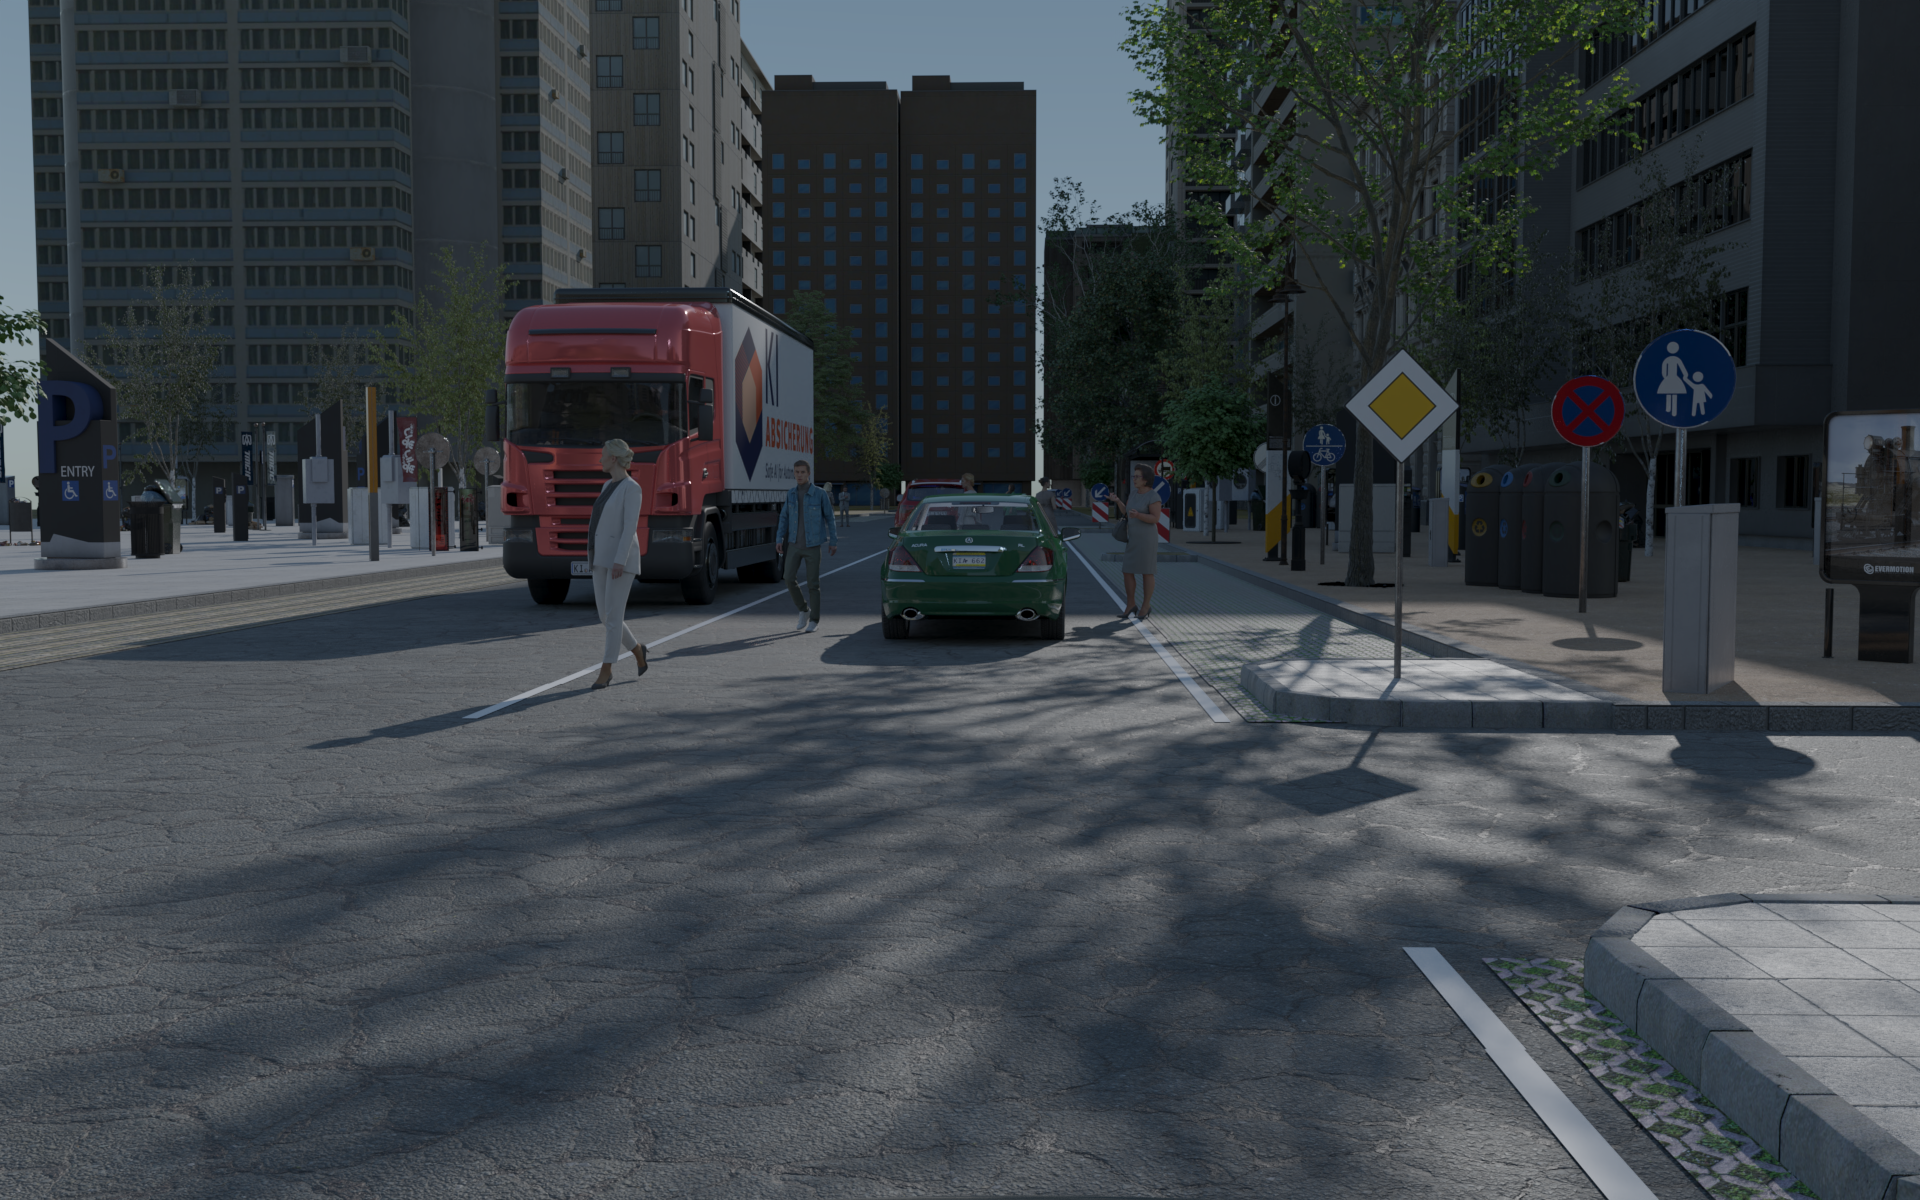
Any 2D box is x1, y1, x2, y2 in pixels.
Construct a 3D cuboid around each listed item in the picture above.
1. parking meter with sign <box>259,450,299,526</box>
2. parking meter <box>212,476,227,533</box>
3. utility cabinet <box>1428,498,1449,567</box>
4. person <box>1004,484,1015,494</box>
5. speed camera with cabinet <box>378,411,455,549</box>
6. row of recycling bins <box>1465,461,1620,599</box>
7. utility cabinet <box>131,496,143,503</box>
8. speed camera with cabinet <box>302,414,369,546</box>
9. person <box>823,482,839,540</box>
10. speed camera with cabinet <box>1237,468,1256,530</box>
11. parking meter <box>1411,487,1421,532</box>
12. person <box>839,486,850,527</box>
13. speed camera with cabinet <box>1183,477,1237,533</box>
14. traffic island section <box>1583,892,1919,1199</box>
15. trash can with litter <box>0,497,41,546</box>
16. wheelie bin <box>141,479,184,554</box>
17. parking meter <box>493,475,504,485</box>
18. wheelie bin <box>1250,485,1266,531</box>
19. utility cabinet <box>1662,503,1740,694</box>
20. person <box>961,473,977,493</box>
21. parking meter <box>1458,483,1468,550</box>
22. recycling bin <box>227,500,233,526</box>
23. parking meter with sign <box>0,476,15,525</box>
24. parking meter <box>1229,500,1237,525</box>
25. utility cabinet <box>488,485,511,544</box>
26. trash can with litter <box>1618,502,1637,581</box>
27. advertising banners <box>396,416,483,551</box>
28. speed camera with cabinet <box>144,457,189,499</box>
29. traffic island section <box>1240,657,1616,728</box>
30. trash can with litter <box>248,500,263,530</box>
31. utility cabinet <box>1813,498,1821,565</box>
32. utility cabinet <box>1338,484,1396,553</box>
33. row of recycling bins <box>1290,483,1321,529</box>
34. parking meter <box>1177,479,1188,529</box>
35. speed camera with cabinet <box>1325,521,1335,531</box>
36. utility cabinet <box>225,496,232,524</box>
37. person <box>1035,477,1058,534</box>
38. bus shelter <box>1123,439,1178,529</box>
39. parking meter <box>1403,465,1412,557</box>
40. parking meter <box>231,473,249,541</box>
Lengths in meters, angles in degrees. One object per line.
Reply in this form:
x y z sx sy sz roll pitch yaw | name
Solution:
-27.081 -4.476 69.440 1.738 3.016 0.543 -1 4 -12 | parking meter with sign
-24.507 -3.159 57.353 0.399 1.863 0.255 -1 4 -18 | parking meter
8.542 -1.210 30.947 0.306 1.237 1.020 1 4 12 | utility cabinet
1.835 -3.185 60.814 0.529 1.795 0.600 -1 4 -11 | person
-12.807 -2.846 40.871 2.038 3.252 0.660 2 4 35 | speed camera with cabinet
7.688 -0.969 22.959 1.069 1.692 3.534 0 4 -4 | row of recycling bins
-31.207 -3.381 66.442 0.306 1.237 1.020 3 4 37 | utility cabinet
-15.405 -3.009 43.537 2.038 3.252 0.660 -2 4 -28 | speed camera with cabinet
-4.157 -2.802 54.495 0.537 1.800 0.526 3 4 37 | person
9.578 -4.149 62.172 2.038 3.252 0.660 3 4 38 | speed camera with cabinet
15.247 -3.037 58.072 0.372 1.533 0.369 0 3 0 | parking meter
-5.046 -4.103 75.762 0.511 1.800 0.466 -1 4 -17 | person
8.332 -3.917 58.376 0.660 3.252 2.038 -2 4 -28 | speed camera with cabinet
2.766 1.112 4.101 2.009 0.180 2.903 0 4 2 | traffic island section
-23.778 -1.962 43.143 2.233 1.210 1.678 -1 4 -10 | trash can with litter
-17.072 -1.782 37.041 0.693 1.594 0.980 0 4 -4 | wheelie bin
-14.150 -2.908 53.257 0.255 1.863 0.399 -3 5 -44 | parking meter
10.537 -3.209 60.369 0.980 1.594 0.693 -2 4 -32 | wheelie bin
4.941 -0.024 11.560 0.306 1.237 1.020 2 4 33 | utility cabinet
0.151 -1.228 28.925 0.624 1.780 0.694 3 5 39 | person
11.608 -1.918 39.768 0.372 1.533 0.369 0 3 0 | parking meter
-29.226 -3.516 70.038 0.722 1.027 0.722 -2 4 -27 | recycling bin
-39.365 -4.594 71.371 1.738 3.016 0.543 1 4 16 | parking meter with sign
11.429 -4.093 72.625 0.399 1.863 0.255 -1 4 -12 | parking meter
-11.225 -2.124 43.404 1.173 1.500 0.318 1 4 12 | utility cabinet
9.395 -0.863 25.494 0.624 1.170 1.055 -3 5 -39 | trash can with litter
-11.709 -2.614 38.926 2.074 3.025 0.090 1 4 13 | advertising banners
-39.418 -5.606 85.989 0.660 3.252 2.038 3 4 36 | speed camera with cabinet
3.068 0.624 12.080 2.009 0.180 2.903 0 4 2 | traffic island section
-25.608 -3.129 62.546 1.055 1.170 0.624 2 4 28 | trash can with litter
15.890 -1.219 31.085 0.306 1.237 1.020 -2 4 -32 | utility cabinet
8.830 -1.768 37.588 1.173 1.500 0.318 1 4 10 | utility cabinet
13.335 -3.536 64.924 3.534 1.692 1.069 2 4 33 | row of recycling bins
8.147 -3.532 63.465 0.255 1.863 0.399 -2 4 -30 | parking meter
13.230 -4.063 60.765 0.660 3.252 2.038 0 4 -5 | speed camera with cabinet
-30.751 -3.808 73.423 1.020 1.237 0.306 0 4 8 | utility cabinet
1.803 -1.605 35.075 0.599 1.781 0.374 2 4 28 | person
7.446 -4.462 66.872 2.014 3.302 5.546 0 4 2 | bus shelter
9.028 -1.805 35.218 0.255 1.863 0.399 0 4 6 | parking meter
-19.610 -2.539 47.221 0.399 1.863 0.255 -2 4 -35 | parking meter
